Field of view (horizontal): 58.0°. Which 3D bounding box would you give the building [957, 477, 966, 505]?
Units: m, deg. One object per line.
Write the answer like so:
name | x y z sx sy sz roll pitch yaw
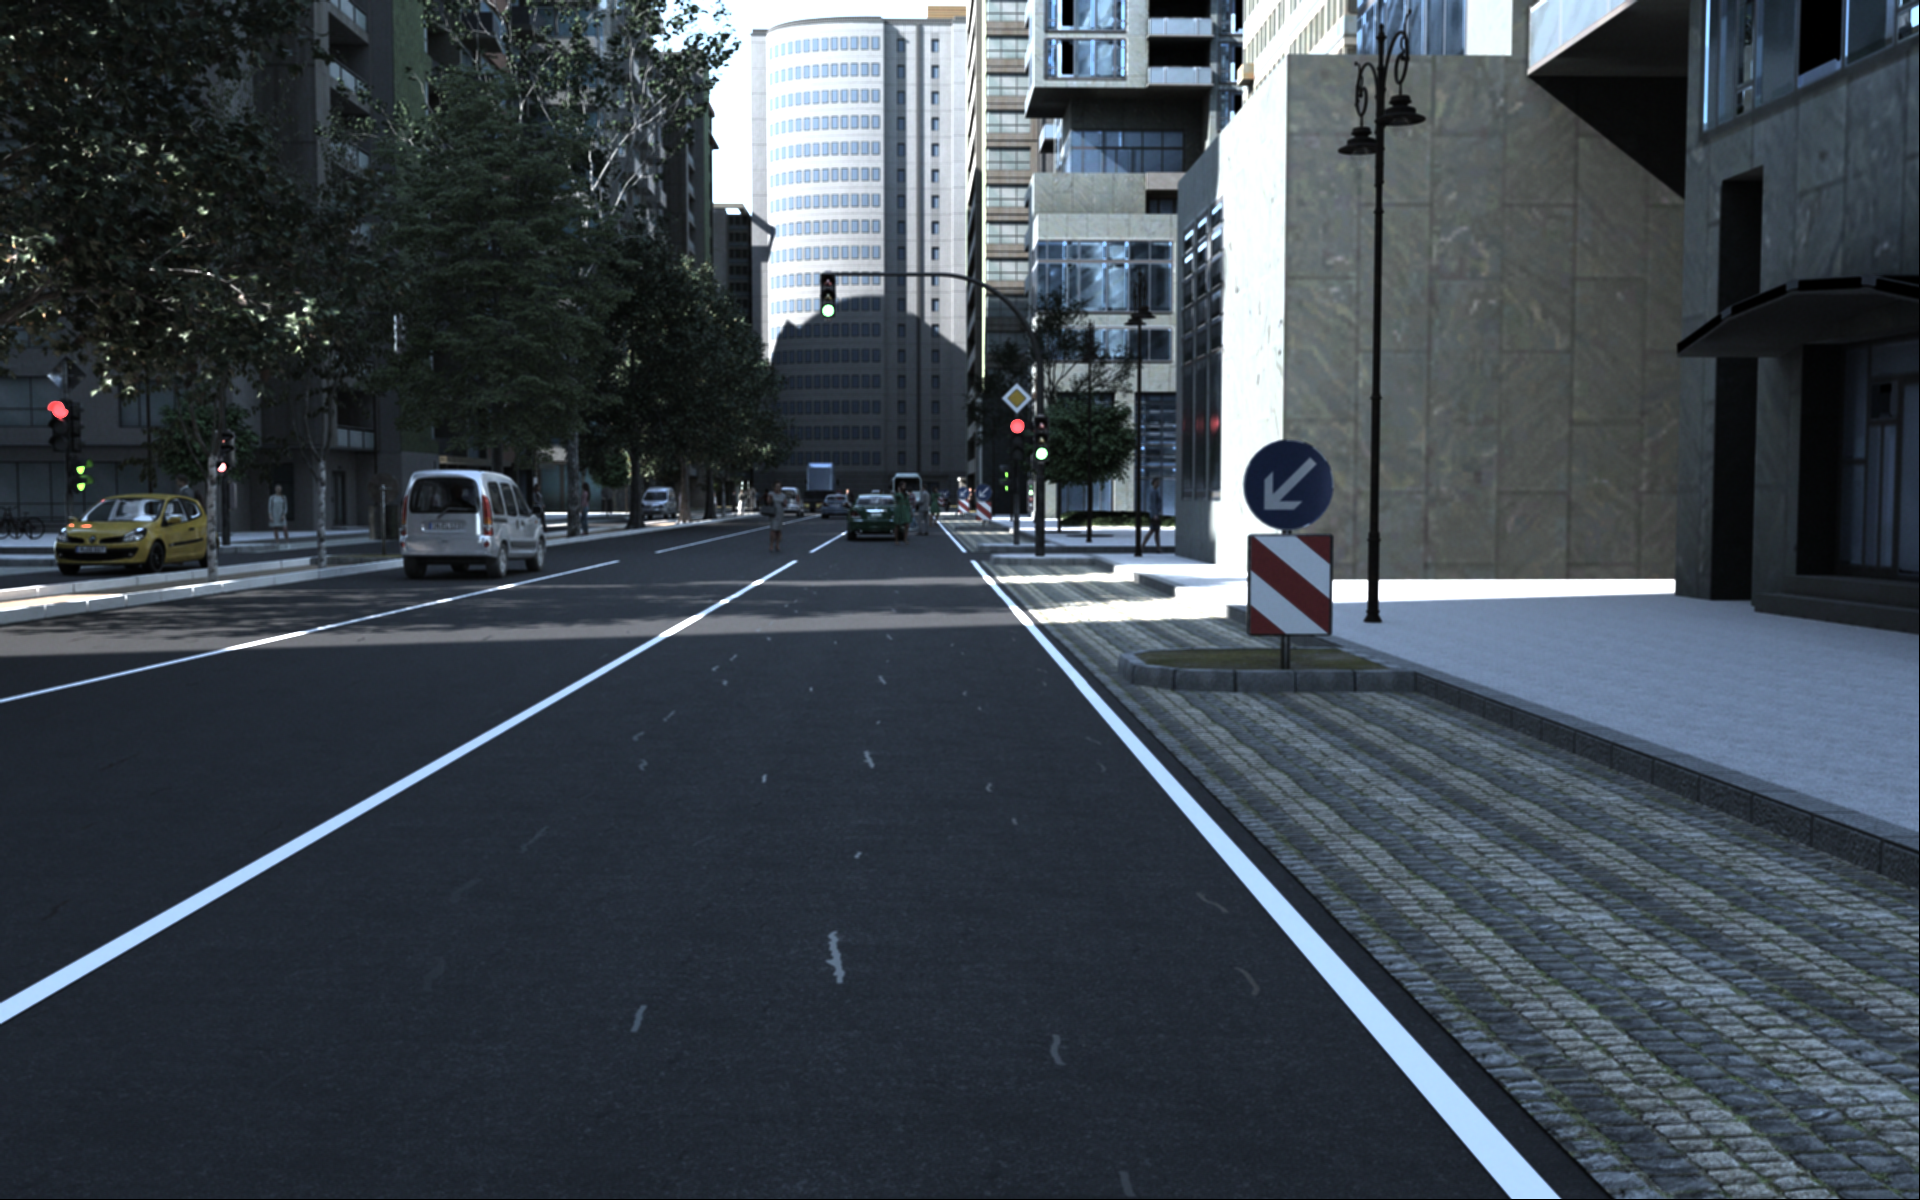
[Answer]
building | 15.946 -30.045 183.116 32.217 40.220 23.993 0 4 -2

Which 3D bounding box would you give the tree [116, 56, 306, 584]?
tree | -11.766 -4.549 27.203 4.360 8.622 3.978 0 3 0

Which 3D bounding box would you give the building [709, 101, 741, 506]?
building | -38.775 -32.264 182.137 28.867 44.769 22.147 0 4 -2

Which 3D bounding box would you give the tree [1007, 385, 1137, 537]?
tree | 3.919 -4.206 52.483 4.285 4.588 4.351 0 3 0

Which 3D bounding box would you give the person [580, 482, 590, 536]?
person | -12.568 -3.027 58.003 0.388 1.821 0.555 0 4 -8

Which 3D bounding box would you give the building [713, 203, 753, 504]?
building | -37.467 -32.147 217.485 23.993 40.220 32.217 0 4 -2

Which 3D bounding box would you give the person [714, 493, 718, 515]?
person | -16.649 -6.517 117.650 0.523 1.515 0.503 1 4 15

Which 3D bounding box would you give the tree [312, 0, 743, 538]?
tree | -13.775 -12.116 56.435 12.611 20.169 13.585 0 3 0

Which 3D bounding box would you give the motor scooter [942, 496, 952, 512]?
motor scooter | -1.058 -7.785 140.059 0.815 1.314 1.986 0 4 0

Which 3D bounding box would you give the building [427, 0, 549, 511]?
building | -34.104 -26.669 90.665 22.147 44.769 28.867 0 4 -2

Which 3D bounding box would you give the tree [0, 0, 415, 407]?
tree | -11.715 -6.135 19.780 9.611 12.733 9.660 0 3 0

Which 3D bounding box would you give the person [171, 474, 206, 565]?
person | -15.620 -1.624 35.024 0.822 1.834 0.622 -2 4 -24

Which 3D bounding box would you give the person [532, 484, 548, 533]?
person | -14.295 -3.083 59.187 0.573 1.790 0.520 0 4 1

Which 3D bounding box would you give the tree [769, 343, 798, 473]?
tree | -12.902 -9.882 81.037 9.611 12.733 9.660 0 3 0

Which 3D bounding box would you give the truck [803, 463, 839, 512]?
truck | -11.793 -9.414 143.675 2.967 4.110 18.799 0 4 -2

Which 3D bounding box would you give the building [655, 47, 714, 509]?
building | -30.079 -28.839 155.107 14.154 41.232 14.086 0 4 -2

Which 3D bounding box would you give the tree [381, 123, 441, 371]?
tree | -11.688 -4.822 31.658 4.360 8.622 3.978 0 3 0

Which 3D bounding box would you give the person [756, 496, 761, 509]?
person | -19.865 -9.736 168.408 1.217 1.735 0.721 -2 4 -29

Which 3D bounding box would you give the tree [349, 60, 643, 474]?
tree | -12.353 -7.665 45.914 7.486 12.596 7.792 0 3 0

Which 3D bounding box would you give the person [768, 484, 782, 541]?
person | -5.630 -2.682 52.622 0.520 1.790 0.573 1 4 10

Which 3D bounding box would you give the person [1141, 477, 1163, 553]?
person | 4.529 -1.963 40.618 0.654 1.822 0.581 2 4 24

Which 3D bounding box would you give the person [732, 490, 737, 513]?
person | -16.215 -7.064 124.799 0.445 1.727 0.742 -2 4 -24

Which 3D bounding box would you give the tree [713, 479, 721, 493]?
tree | -24.662 -10.826 171.608 1.663 3.219 1.824 0 3 0

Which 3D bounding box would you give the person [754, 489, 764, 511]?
person | -17.231 -8.437 146.426 1.348 1.826 0.705 -1 4 -22

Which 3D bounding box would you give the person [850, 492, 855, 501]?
person | -10.514 -9.721 168.908 0.415 1.643 0.593 3 5 40

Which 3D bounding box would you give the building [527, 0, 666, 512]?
building | -34.762 -31.369 132.485 23.786 49.044 30.456 0 4 -2

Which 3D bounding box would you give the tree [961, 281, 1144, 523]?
tree | 3.608 -8.664 76.072 8.767 10.594 7.601 -3 5 -42

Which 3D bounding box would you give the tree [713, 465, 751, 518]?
tree | -14.108 -9.224 103.639 4.737 8.622 4.395 0 3 0

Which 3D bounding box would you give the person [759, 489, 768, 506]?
person | -15.185 -7.789 135.808 0.705 1.831 1.348 3 5 40

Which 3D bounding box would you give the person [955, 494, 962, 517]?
person | 0.028 -5.794 103.586 0.623 1.781 0.721 3 4 36

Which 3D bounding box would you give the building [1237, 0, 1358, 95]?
building | 23.125 -22.483 59.473 23.993 40.220 32.217 0 4 -2

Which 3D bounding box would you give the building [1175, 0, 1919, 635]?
building | 16.071 -43.167 18.449 22.319 86.520 31.000 0 4 -2

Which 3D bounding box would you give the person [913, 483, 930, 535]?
person | -1.324 -3.163 60.414 0.583 1.804 0.606 1 4 22

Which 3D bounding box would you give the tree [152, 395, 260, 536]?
tree | -23.181 -4.250 53.207 4.285 4.588 4.351 0 3 0

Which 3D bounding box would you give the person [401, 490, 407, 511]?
person | -16.201 -2.610 51.273 0.679 1.850 0.850 -2 4 -35

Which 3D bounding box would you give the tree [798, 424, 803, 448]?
tree | -13.250 -10.524 91.530 9.611 12.733 9.660 0 3 0

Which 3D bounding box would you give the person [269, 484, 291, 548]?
person | -18.092 -2.232 46.003 0.512 1.701 0.522 -2 4 -27

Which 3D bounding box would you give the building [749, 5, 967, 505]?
building | -11.143 -41.027 212.790 28.212 58.520 21.231 0 4 -2

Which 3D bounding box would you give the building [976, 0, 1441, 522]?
building | 12.686 -48.273 101.932 22.319 86.520 31.000 0 4 -2

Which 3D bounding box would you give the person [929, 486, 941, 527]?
person | -1.136 -4.137 76.388 0.529 1.795 0.600 -1 4 -16

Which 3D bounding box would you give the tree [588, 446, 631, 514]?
tree | -22.398 -7.798 111.204 4.285 4.588 4.351 0 3 0

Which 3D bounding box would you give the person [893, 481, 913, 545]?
person | -1.644 -2.469 49.123 0.600 1.795 0.529 -3 5 -41

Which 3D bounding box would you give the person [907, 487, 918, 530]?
person | -1.888 -3.610 68.361 0.643 1.720 0.563 -1 4 -21

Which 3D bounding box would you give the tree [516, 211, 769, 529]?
tree | -13.116 -9.197 69.837 9.611 12.733 9.660 0 3 0

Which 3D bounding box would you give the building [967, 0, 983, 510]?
building | 11.551 -31.877 144.887 21.300 48.544 21.600 0 4 -2

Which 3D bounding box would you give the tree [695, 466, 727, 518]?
tree | -13.541 -8.924 98.722 4.360 8.622 3.978 0 3 0

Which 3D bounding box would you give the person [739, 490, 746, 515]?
person | -14.711 -6.590 116.790 0.519 1.759 0.362 -2 4 -24

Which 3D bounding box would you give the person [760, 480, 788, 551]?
person | -4.654 -2.117 43.470 0.716 1.782 0.532 -2 4 -25

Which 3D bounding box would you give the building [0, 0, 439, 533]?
building | -27.768 -23.114 61.511 14.154 41.232 14.086 0 4 -2

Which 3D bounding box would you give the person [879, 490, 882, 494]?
person | -5.653 -7.082 125.012 1.217 1.735 0.721 2 4 24

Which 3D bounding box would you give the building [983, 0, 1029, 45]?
building | 8.594 -27.099 126.656 14.154 41.232 14.086 0 4 -2
